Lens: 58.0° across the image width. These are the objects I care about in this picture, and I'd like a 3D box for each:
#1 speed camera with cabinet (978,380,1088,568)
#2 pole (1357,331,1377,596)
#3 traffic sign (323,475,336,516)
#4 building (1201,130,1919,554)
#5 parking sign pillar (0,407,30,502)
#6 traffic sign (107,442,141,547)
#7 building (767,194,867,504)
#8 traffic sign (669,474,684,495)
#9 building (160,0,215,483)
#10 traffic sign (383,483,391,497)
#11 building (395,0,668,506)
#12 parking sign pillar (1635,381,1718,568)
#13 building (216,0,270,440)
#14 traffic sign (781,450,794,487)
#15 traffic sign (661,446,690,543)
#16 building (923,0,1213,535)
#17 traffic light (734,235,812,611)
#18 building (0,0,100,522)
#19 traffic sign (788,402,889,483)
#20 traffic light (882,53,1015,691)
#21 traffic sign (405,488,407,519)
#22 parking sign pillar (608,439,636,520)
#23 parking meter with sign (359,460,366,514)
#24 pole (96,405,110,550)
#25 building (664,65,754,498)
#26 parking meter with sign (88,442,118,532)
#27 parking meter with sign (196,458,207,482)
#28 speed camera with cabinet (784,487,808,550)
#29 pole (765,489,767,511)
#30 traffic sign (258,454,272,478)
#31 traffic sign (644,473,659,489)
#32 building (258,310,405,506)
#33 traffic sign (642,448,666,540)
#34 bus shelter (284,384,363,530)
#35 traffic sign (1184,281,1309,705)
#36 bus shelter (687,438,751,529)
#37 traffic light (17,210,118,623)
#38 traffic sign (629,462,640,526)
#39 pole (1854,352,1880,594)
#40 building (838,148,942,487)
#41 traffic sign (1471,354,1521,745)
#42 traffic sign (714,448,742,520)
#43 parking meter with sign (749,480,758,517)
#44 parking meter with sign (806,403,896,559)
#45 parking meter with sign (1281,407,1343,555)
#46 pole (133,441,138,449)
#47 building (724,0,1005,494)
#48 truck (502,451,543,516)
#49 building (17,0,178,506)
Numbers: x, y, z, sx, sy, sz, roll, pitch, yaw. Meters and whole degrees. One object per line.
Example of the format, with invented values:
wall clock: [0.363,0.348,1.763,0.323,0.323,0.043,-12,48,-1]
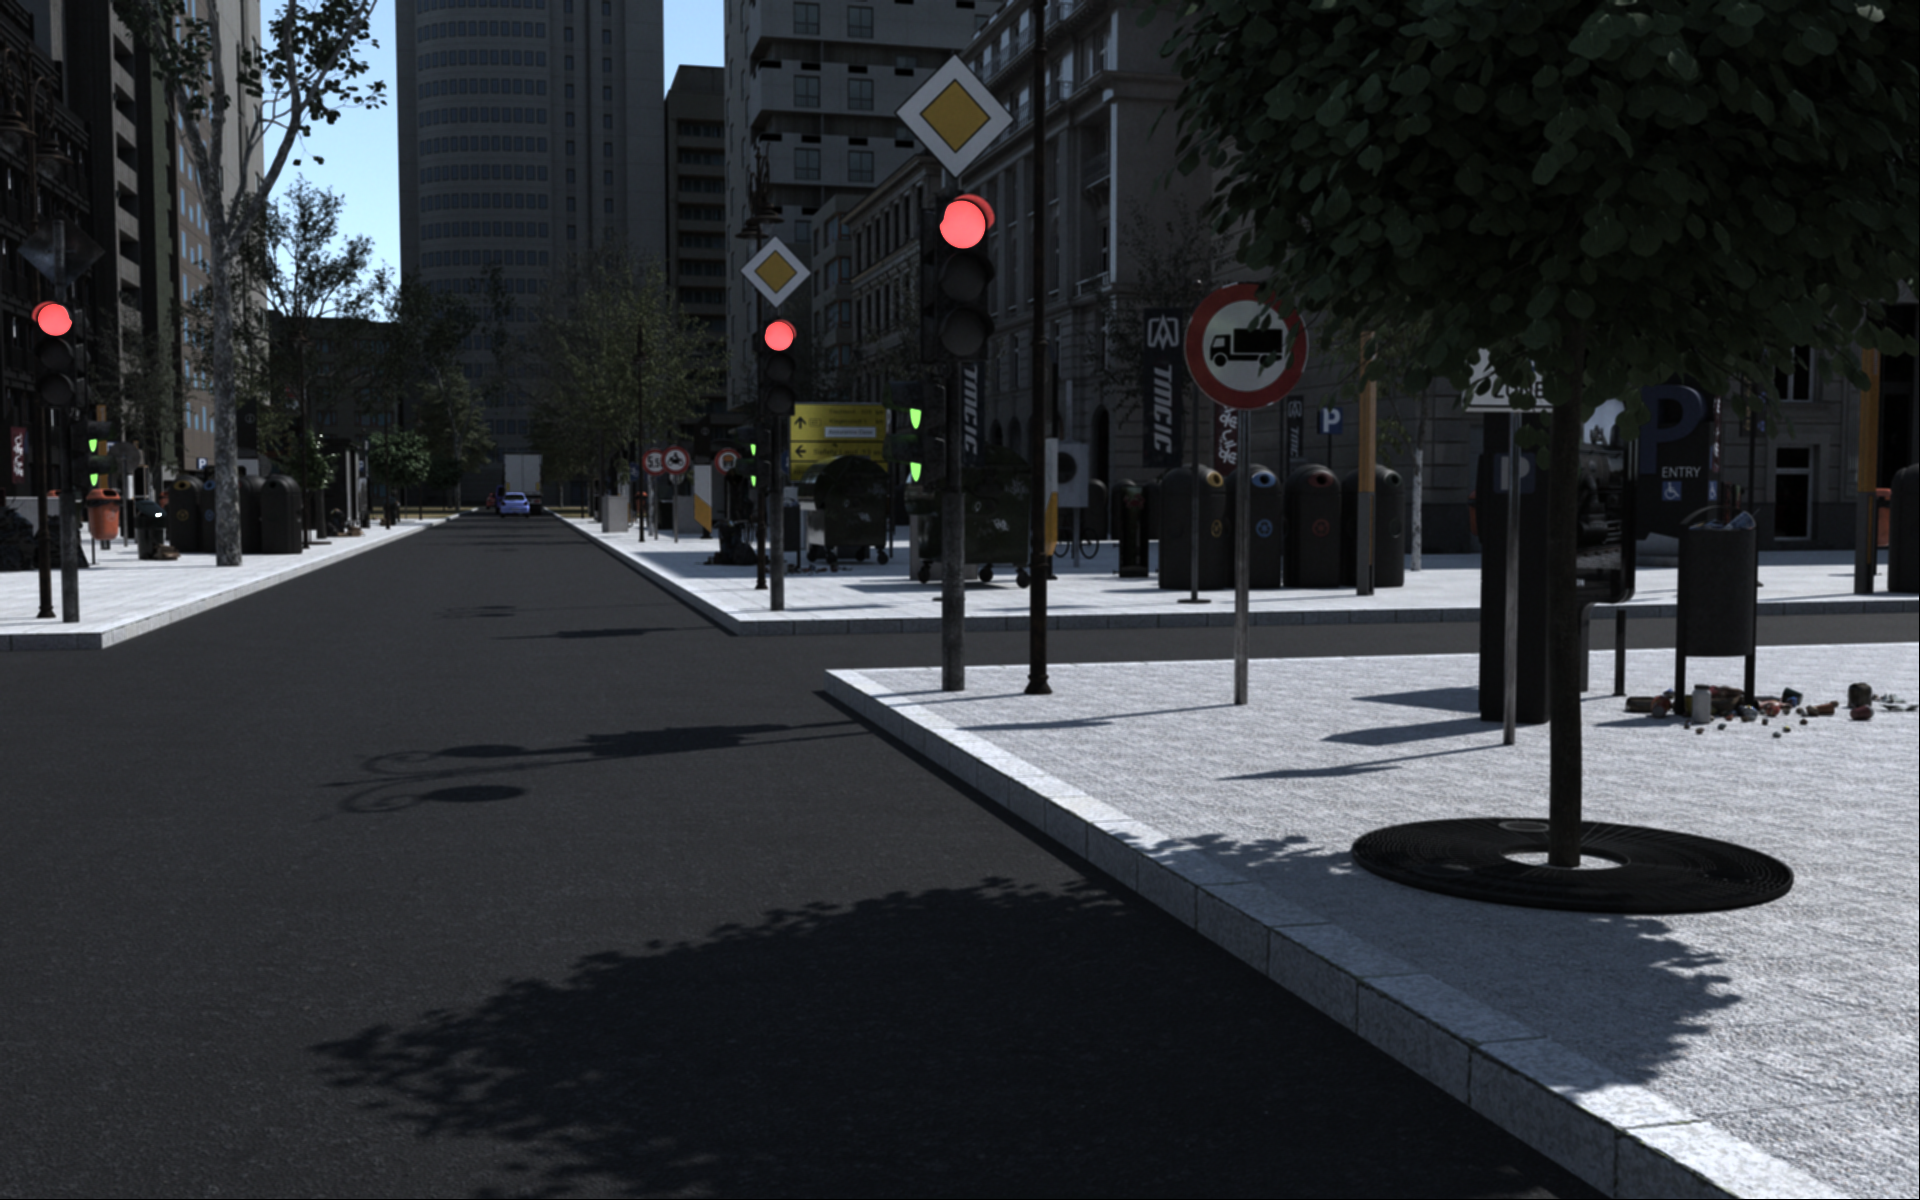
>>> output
speed camera with cabinet: [1.189,-2.199,30.296,2.038,3.252,0.660,1,4,20]
pole: [5.135,-1.713,21.851,0.158,3.312,0.155,0,3,0]
traffic sign: [-22.713,-3.777,61.764,0.884,2.594,0.081,-1,4,-11]
building: [19.967,-15.115,44.390,25.104,27.353,12.463,-1,4,-14]
parking sign pillar: [-29.524,-4.002,53.911,1.447,3.967,1.447,2,4,35]
traffic sign: [-20.343,-2.572,42.166,0.768,2.556,0.104,-1,4,-12]
building: [2.687,-16.662,117.469,27.650,21.520,28.899,-1,4,-14]
traffic sign: [-14.712,-5.496,89.965,0.768,2.556,0.104,0,4,-5]
building: [-53.855,-27.846,105.399,14.600,45.320,14.200,-1,4,-14]
traffic sign: [-27.767,-5.029,84.357,0.606,2.300,0.079,-1,4,-10]
building: [-48.182,-39.955,195.265,28.212,58.520,21.231,-1,4,-14]
parking sign pillar: [12.748,-2.588,30.779,1.447,3.967,1.447,-3,5,-43]
building: [-67.338,-32.989,128.606,27.495,52.752,28.713,-1,4,-14]
traffic sign: [-4.681,-2.964,48.568,0.768,2.556,0.104,0,4,-7]
traffic sign: [-7.475,-2.780,45.563,0.768,2.556,0.104,-1,4,-8]
building: [7.716,-13.734,66.348,13.314,21.916,24.055,-1,4,-14]
traffic light: [-2.031,-1.837,18.951,0.839,4.253,0.868,-1,4,-14]
building: [-44.461,-14.815,71.910,12.332,23.373,15.834,-1,4,-14]
traffic sign: [-2.682,-2.729,38.492,2.265,3.308,0.079,-1,4,-11]
traffic light: [-0.063,-1.363,11.211,0.839,4.253,0.868,-1,4,-14]
traffic sign: [-28.416,-5.429,88.768,0.884,2.594,0.081,0,4,-7]
parking sign pillar: [-16.492,-5.869,84.428,1.447,3.967,1.447,-3,4,-36]
parking meter with sign: [-30.882,-5.653,88.694,0.543,3.016,1.738,0,4,-2]
pole: [-19.678,-2.810,39.780,0.158,3.312,0.155,0,3,0]
building: [-23.961,-35.342,201.549,21.600,48.544,21.300,-1,4,-14]
parking meter with sign: [-28.799,-3.781,58.082,1.738,3.016,0.543,3,5,44]
parking meter with sign: [-36.017,-5.346,83.672,1.738,3.016,0.543,2,4,27]
speed camera with cabinet: [-3.463,-2.839,40.747,0.660,3.252,2.038,1,4,20]
pole: [-6.645,-3.978,58.886,0.158,3.312,0.155,0,3,0]
traffic sign: [-22.304,-3.366,55.137,0.768,2.556,0.104,-1,4,-13]
traffic sign: [-15.854,-5.446,89.146,0.768,2.556,0.104,-1,4,-9]
building: [-77.118,-21.254,192.540,28.899,21.520,27.650,-1,4,-14]
traffic sign: [-8.507,-2.956,48.435,0.768,2.556,0.104,0,4,-7]
bus shelter: [-24.187,-5.404,65.993,2.179,5.291,8.768,-1,4,-14]
traffic sign: [1.715,-0.636,10.498,0.768,2.556,0.104,0,4,-6]
bus shelter: [-9.249,-4.385,65.624,2.014,3.302,5.546,-1,4,-14]
traffic light: [-8.871,-1.730,17.202,0.839,4.253,0.868,-1,4,-14]
traffic sign: [-13.107,-4.221,69.115,0.768,2.556,0.104,-1,4,-12]
pole: [11.635,-1.734,22.199,0.158,3.312,0.155,0,3,0]
building: [0.783,-13.628,87.438,10.561,19.102,19.286,-1,4,-14]
traffic sign: [2.812,-0.408,8.801,0.606,2.300,0.079,-1,4,-11]
traffic sign: [-6.423,-2.933,48.067,0.768,2.556,0.104,-1,4,-9]
parking meter with sign: [-11.011,-5.932,93.250,0.543,3.016,1.738,-3,5,-43]
parking meter with sign: [-2.178,-2.335,34.434,1.738,3.016,0.543,-1,4,-16]
parking meter with sign: [7.103,-2.397,35.453,0.543,3.016,1.738,-1,4,-21]
pole: [-31.423,-4.419,66.096,0.158,3.312,0.155,0,3,0]
building: [-4.544,-33.913,143.720,28.713,52.752,27.495,-1,4,-14]
truck: [-29.725,-7.880,117.743,2.839,4.237,11.283,-1,4,-14]
building: [-50.752,-19.588,91.963,14.160,30.474,14.107,-1,4,-14]
